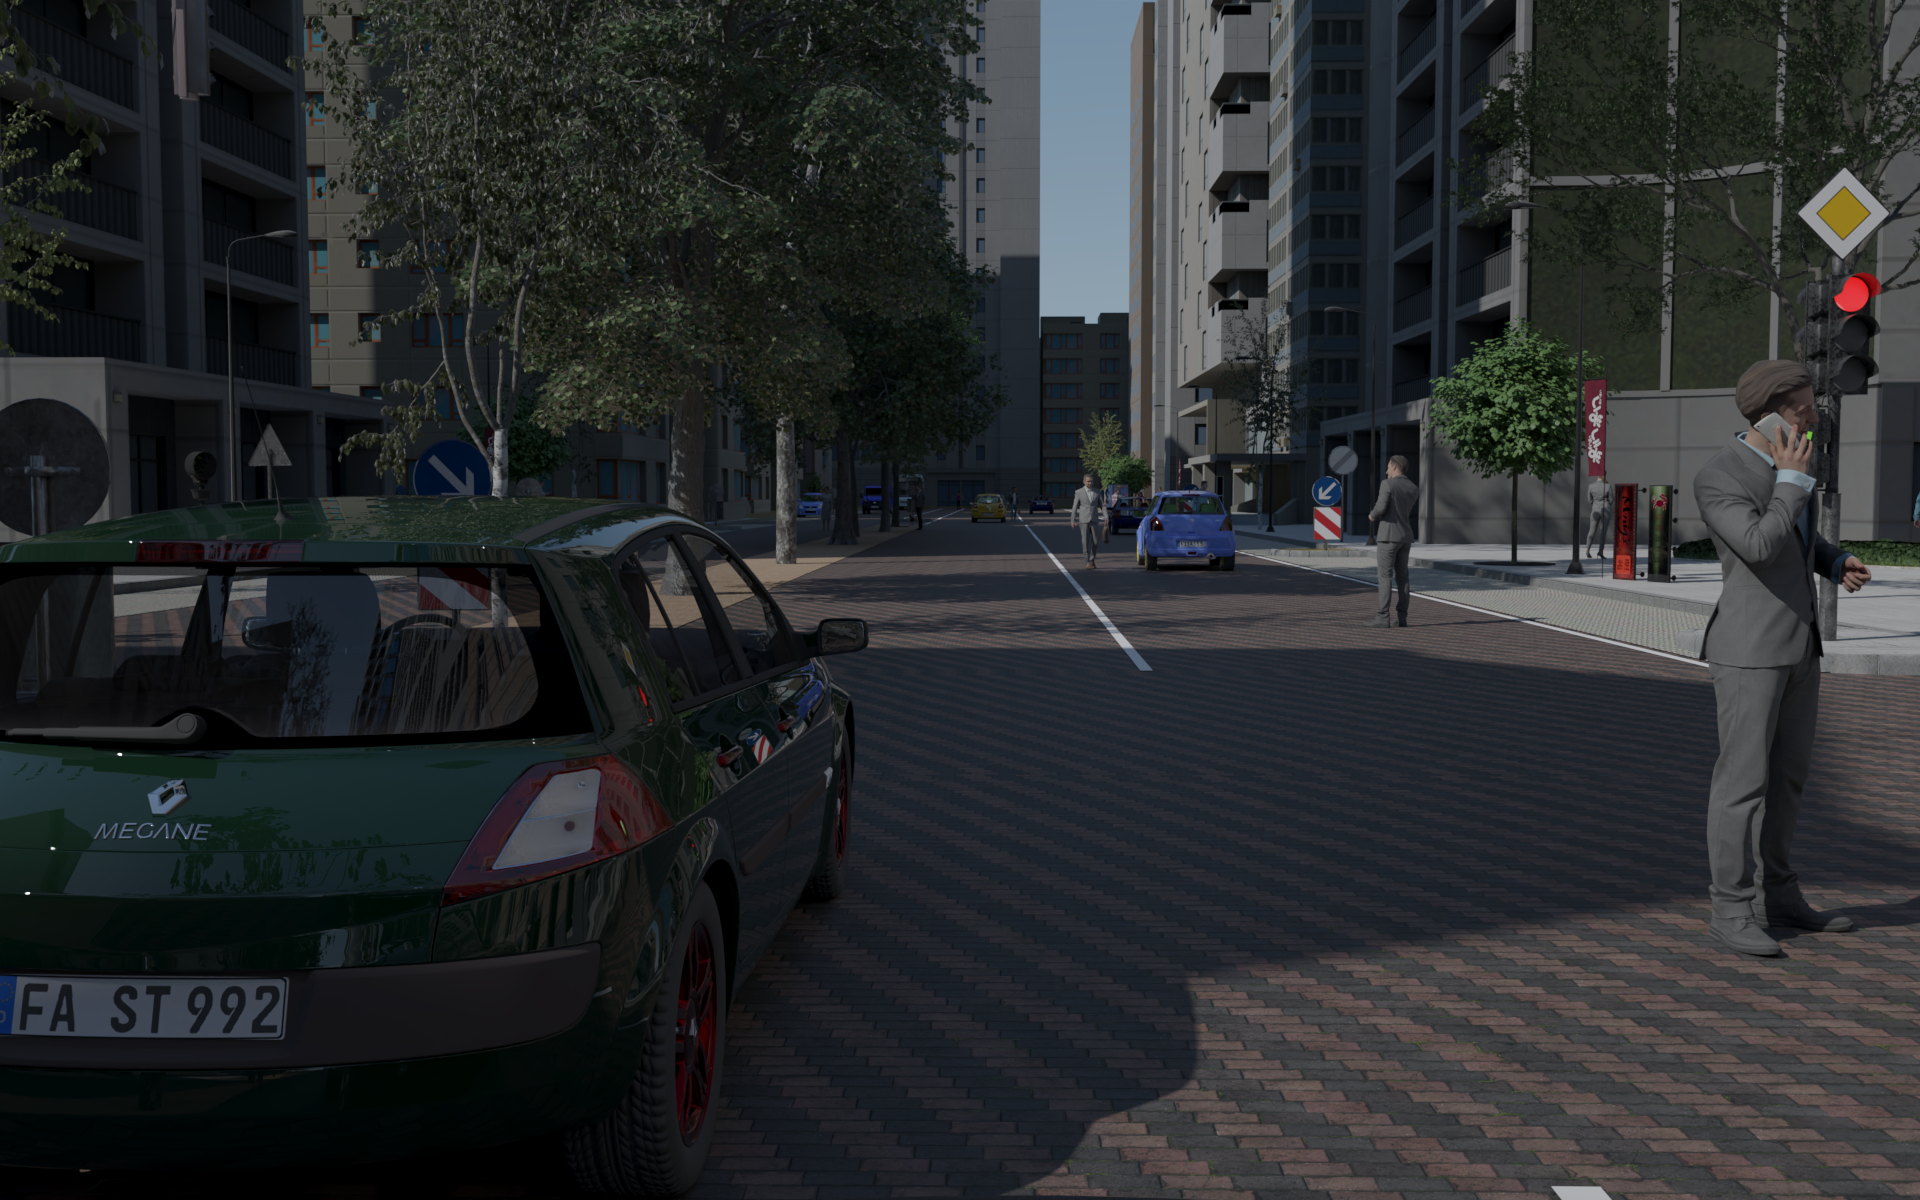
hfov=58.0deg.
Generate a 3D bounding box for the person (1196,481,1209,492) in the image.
[{"bbox_3d":[7.425,-2.725,52.923,0.638,1.841,0.748,1,4,13],"label":"person"}]

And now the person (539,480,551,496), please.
[{"bbox_3d":[-14.097,-3.182,58.636,0.524,1.755,0.480,0,4,-6],"label":"person"}]

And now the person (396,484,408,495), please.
[{"bbox_3d":[-18.730,-3.164,57.954,0.419,1.800,0.721,2,4,30],"label":"person"}]

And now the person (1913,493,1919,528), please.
[{"bbox_3d":[14.232,-1.151,25.201,0.444,1.785,0.601,-2,4,-27],"label":"person"}]

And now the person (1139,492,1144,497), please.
[{"bbox_3d":[12.199,-6.589,117.004,0.991,1.433,0.599,-3,5,-39],"label":"person"}]

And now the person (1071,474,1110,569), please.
[{"bbox_3d":[2.485,-1.491,33.005,0.709,1.813,0.853,-1,4,-11],"label":"person"}]

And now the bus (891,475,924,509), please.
[{"bbox_3d":[-4.635,-9.987,158.149,2.948,3.499,13.247,0,4,0],"label":"bus"}]

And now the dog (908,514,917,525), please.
[{"bbox_3d":[-2.142,-3.659,79.109,0.540,0.507,0.406,1,4,15],"label":"dog"}]

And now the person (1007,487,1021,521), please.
[{"bbox_3d":[2.861,-5.013,90.444,0.794,1.824,0.713,0,3,0],"label":"person"}]

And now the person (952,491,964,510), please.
[{"bbox_3d":[-0.153,-8.861,154.066,1.217,1.739,0.721,2,4,30],"label":"person"}]

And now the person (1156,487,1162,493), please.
[{"bbox_3d":[11.497,-5.669,99.647,0.530,1.710,0.541,-2,4,-25],"label":"person"}]

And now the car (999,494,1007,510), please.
[{"bbox_3d":[3.243,-8.596,152.541,2.014,1.417,4.499,0,4,3],"label":"car"}]

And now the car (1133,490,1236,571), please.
[{"bbox_3d":[4.354,-1.474,33.694,1.945,1.707,3.694,0,4,2],"label":"car"}]

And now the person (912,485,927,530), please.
[{"bbox_3d":[-1.619,-3.674,68.749,0.473,1.802,0.592,-2,4,-31],"label":"person"}]

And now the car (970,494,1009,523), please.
[{"bbox_3d":[1.476,-4.757,88.008,2.015,1.641,3.980,0,4,3],"label":"car"}]

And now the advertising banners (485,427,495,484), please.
[{"bbox_3d":[-12.461,-2.950,44.416,0.090,3.025,2.074,1,4,20],"label":"advertising banners"}]

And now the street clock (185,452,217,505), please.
[{"bbox_3d":[-12.935,-1.529,29.562,0.358,2.002,0.471,2,4,29],"label":"street clock"}]

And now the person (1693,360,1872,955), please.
[{"bbox_3d":[2.634,0.172,5.493,0.655,1.846,0.447,-3,4,-39],"label":"person"}]

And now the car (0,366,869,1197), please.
[{"bbox_3d":[-1.313,0.295,4.966,2.009,1.686,4.222,0,4,3],"label":"car"}]

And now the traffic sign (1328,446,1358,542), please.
[{"bbox_3d":[10.165,-2.809,46.035,0.768,2.556,0.104,0,4,7],"label":"traffic sign"}]

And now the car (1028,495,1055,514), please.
[{"bbox_3d":[5.805,-6.788,123.568,1.945,1.354,3.894,0,4,2],"label":"car"}]

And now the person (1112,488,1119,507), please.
[{"bbox_3d":[7.793,-4.757,87.119,0.643,1.720,0.563,-1,4,-14],"label":"person"}]

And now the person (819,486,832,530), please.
[{"bbox_3d":[-5.401,-3.697,69.508,0.480,1.755,0.524,0,4,2],"label":"person"}]

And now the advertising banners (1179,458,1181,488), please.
[{"bbox_3d":[10.619,-5.376,84.093,0.090,3.025,2.074,0,4,5],"label":"advertising banners"}]

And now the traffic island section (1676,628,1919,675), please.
[{"bbox_3d":[7.610,0.436,15.155,2.009,0.180,2.903,0,4,1],"label":"traffic island section"}]

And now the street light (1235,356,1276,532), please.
[{"bbox_3d":[9.965,-5.255,58.456,1.470,5.913,1.316,0,4,1],"label":"street light"}]

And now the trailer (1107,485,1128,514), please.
[{"bbox_3d":[9.674,-6.086,106.553,1.471,1.999,3.904,0,4,0],"label":"trailer"}]

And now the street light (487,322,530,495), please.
[{"bbox_3d":[-11.972,-4.494,46.026,1.470,5.913,1.316,0,4,1],"label":"street light"}]

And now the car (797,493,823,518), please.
[{"bbox_3d":[-8.962,-5.887,105.843,1.945,1.707,3.694,0,4,1],"label":"car"}]

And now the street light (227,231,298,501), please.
[{"bbox_3d":[-12.372,-3.557,30.705,1.470,5.913,1.316,0,4,1],"label":"street light"}]

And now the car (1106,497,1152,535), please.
[{"bbox_3d":[6.238,-3.043,62.326,1.945,1.354,3.894,0,4,2],"label":"car"}]

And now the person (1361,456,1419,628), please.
[{"bbox_3d":[4.628,-0.638,18.736,0.655,1.846,0.447,-2,4,-35],"label":"person"}]

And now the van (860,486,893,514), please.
[{"bbox_3d":[-5.922,-7.353,124.607,2.240,2.365,5.245,0,4,2],"label":"van"}]

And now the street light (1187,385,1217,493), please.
[{"bbox_3d":[10.360,-6.192,73.776,1.470,5.913,1.316,0,4,1],"label":"street light"}]

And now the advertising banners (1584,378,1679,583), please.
[{"bbox_3d":[9.919,-1.807,25.729,0.090,3.025,2.074,-1,4,-18],"label":"advertising banners"}]

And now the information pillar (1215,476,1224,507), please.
[{"bbox_3d":[10.466,-4.002,69.923,0.304,2.012,0.304,0,4,-3],"label":"information pillar"}]

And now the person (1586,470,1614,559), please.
[{"bbox_3d":[12.722,-1.718,34.402,0.520,1.790,0.573,1,4,22],"label":"person"}]

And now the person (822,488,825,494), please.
[{"bbox_3d":[-10.858,-8.048,138.352,1.217,1.735,0.721,-1,4,-22],"label":"person"}]

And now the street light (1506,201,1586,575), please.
[{"bbox_3d":[9.337,-3.369,27.629,1.470,5.913,1.316,0,4,1],"label":"street light"}]

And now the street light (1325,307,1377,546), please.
[{"bbox_3d":[9.748,-4.317,43.132,1.470,5.913,1.316,0,4,1],"label":"street light"}]

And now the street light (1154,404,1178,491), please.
[{"bbox_3d":[10.745,-7.176,89.870,1.470,5.913,1.316,0,4,1],"label":"street light"}]

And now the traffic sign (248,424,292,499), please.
[{"bbox_3d":[-12.857,-1.974,32.273,0.884,2.594,0.081,1,4,10],"label":"traffic sign"}]
